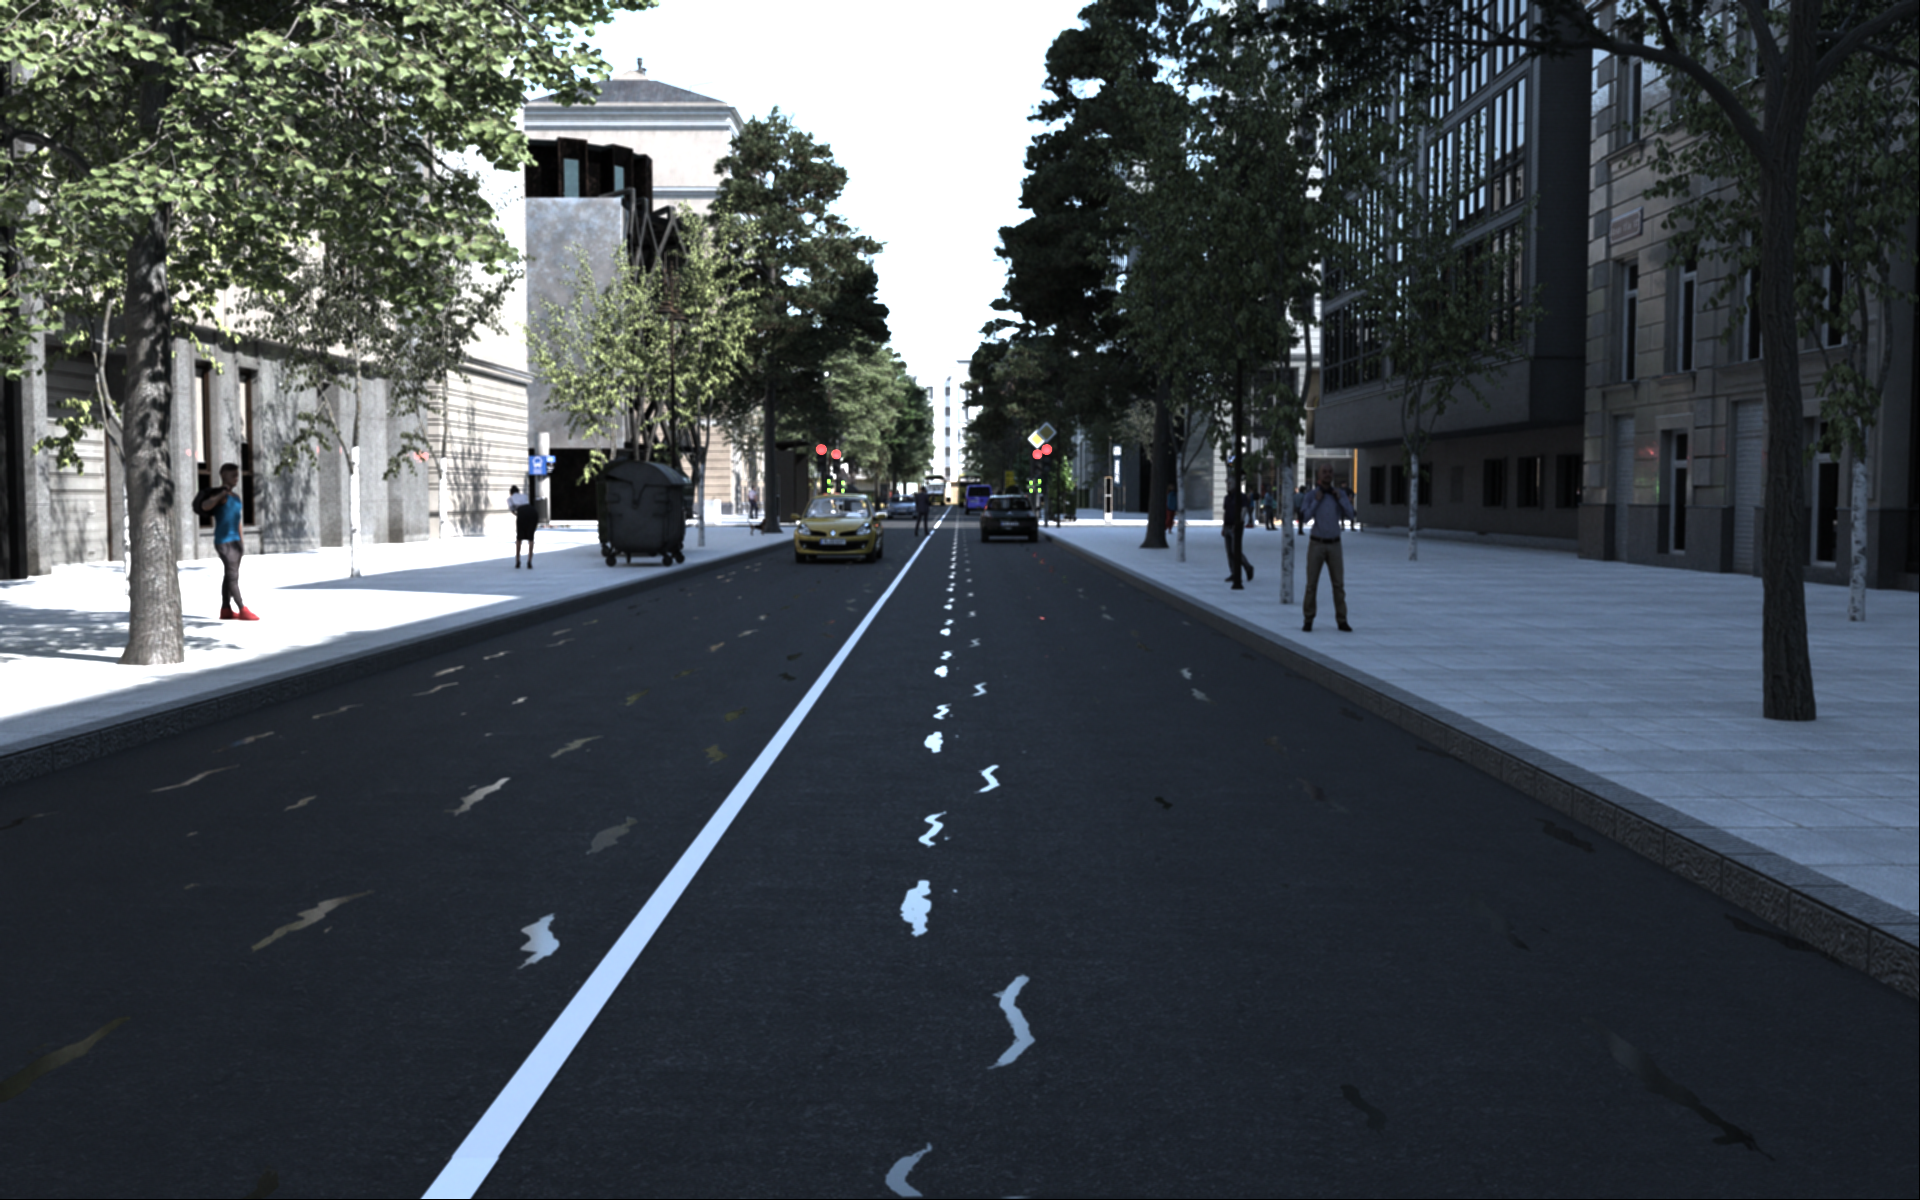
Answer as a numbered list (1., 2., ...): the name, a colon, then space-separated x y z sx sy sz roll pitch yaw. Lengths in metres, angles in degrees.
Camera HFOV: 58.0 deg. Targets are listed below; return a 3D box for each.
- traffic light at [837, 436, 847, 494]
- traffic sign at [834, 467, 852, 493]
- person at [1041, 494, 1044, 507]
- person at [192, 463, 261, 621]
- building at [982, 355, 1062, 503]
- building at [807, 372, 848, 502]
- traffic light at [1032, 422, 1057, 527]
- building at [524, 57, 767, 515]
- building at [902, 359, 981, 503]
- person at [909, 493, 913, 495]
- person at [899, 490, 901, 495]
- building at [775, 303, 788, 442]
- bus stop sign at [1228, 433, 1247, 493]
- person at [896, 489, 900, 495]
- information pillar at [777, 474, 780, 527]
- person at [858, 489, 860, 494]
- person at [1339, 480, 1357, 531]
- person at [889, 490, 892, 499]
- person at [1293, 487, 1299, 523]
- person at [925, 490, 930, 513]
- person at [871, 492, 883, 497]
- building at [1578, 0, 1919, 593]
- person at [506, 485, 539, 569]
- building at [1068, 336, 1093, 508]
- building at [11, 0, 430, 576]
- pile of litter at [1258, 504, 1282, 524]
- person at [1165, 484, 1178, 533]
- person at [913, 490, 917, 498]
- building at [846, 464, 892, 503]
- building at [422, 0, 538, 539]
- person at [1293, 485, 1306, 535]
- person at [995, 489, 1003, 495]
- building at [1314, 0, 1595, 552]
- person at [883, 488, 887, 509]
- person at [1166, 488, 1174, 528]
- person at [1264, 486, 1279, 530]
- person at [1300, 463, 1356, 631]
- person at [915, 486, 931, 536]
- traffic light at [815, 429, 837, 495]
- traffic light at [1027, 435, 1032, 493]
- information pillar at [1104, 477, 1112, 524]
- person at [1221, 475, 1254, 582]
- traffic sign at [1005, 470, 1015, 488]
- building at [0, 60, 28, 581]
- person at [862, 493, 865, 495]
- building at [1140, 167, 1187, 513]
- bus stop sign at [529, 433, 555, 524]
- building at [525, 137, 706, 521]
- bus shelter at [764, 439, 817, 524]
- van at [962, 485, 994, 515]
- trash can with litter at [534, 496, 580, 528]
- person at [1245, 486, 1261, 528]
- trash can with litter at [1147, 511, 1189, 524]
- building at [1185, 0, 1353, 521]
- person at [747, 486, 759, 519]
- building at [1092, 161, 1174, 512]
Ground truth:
1. traffic light: -5.269 -5.209 74.408 0.839 4.213 0.868 0 3 0
2. traffic sign: -5.512 -4.993 81.634 0.884 2.594 0.081 0 4 2
3. person: 8.266 -10.097 174.312 0.628 1.438 0.799 -3 5 -39
4. person: -7.411 -0.590 17.551 0.662 1.594 0.647 0 4 -5
5. building: 19.695 -25.165 255.418 32.646 21.610 27.936 0 3 0
6. building: -19.575 -21.637 210.178 11.380 20.091 16.016 0 3 0
7. traffic light: 3.292 -4.721 66.439 0.839 4.213 0.868 0 3 0
8. building: -20.059 -20.076 114.145 13.634 28.700 20.117 0 3 0
9. building: -2.731 -23.999 248.805 11.380 20.091 16.016 0 3 0
10. person: -5.450 -10.867 186.954 0.697 1.427 0.421 1 4 16
11. person: -6.635 -11.387 192.753 0.750 1.759 0.617 -1 4 -13
12. building: -20.151 -18.556 133.060 12.332 23.373 15.834 0 3 0
13. bus stop sign: 11.965 -5.235 74.611 0.837 3.901 0.837 0 4 6
14. person: -5.451 -8.918 152.774 0.530 1.710 0.541 -2 4 -24
15. information pillar: -6.945 -3.680 64.656 0.304 2.012 0.304 2 4 29
16. person: -9.681 -9.758 166.412 0.721 1.723 1.217 1 4 17
17. person: 13.371 -3.257 59.752 0.683 1.767 0.568 0 4 -7
18. person: -8.791 -13.108 220.303 1.348 1.831 0.705 -1 4 -13
19. person: 14.887 -4.224 76.978 0.662 1.594 0.647 -3 5 -39
20. person: -2.624 -7.594 133.485 0.655 1.722 0.431 -3 5 -44
21. person: -7.584 -9.374 159.240 1.348 1.831 0.705 0 4 7
22. building: 17.930 -13.717 21.531 12.463 27.353 25.104 0 3 0
23. person: -7.590 -1.269 29.983 0.799 1.438 0.628 2 4 24
24. building: 19.952 -18.546 169.690 16.747 18.905 31.486 0 3 0
25. building: -20.336 -13.340 36.131 12.078 24.808 19.932 0 3 0
26. pile of litter: 13.359 -3.712 74.649 1.176 0.858 1.719 2 4 25
27. person: 6.849 -2.965 56.221 0.593 1.614 0.444 -1 4 -12
28. person: -5.652 -13.052 219.994 0.990 1.755 0.434 -1 4 -19
29. building: -25.102 -23.466 250.126 31.486 18.905 16.747 0 3 0
30. building: -24.465 -13.279 53.271 21.152 22.565 11.583 0 3 0
31. person: 10.698 -2.820 54.365 0.429 1.552 0.499 -1 4 -15
32. person: 3.970 -10.295 174.376 1.348 1.822 0.705 1 4 13
33. building: 18.895 -15.445 46.031 14.314 27.812 24.014 0 3 0
34. person: -6.519 -8.622 147.543 0.750 1.759 0.617 3 5 42
35. person: 7.876 -3.507 65.847 0.523 1.526 0.387 -3 4 -36
36. person: 10.942 -3.235 61.144 0.499 1.552 0.429 -3 5 -41
37. person: 3.442 -0.496 16.223 0.516 1.574 0.319 0 4 7
38. person: -1.278 -3.070 59.609 0.541 1.710 0.530 2 4 34
39. traffic light: -5.270 -4.720 66.423 0.839 4.213 0.868 0 3 0
40. traffic light: 3.292 -5.210 74.424 0.839 4.213 0.868 0 3 0
41. information pillar: 6.406 -4.313 75.006 0.304 2.012 0.304 0 4 -4
42. person: 4.086 -1.045 25.332 0.471 1.553 0.569 0 4 3
43. traffic sign: 4.933 -9.376 147.175 2.265 3.308 0.079 1 4 9
44. building: -20.192 -11.487 17.489 12.332 23.373 15.834 0 3 0
45. person: -12.783 -13.294 226.629 0.697 1.427 0.421 1 4 21
46. building: 18.586 -17.225 111.307 12.332 23.373 15.834 0 3 0
47. bus stop sign: -17.940 -5.221 74.387 0.837 3.901 0.837 1 4 12
48. building: -22.018 -13.638 90.435 16.820 18.784 16.811 0 3 0
49. bus shelter: -7.510 -5.253 77.170 1.731 3.624 6.357 0 4 0
50. van: 1.301 -7.144 121.184 2.240 2.365 5.245 0 4 -1
51. trash can with litter: -15.587 -3.350 65.832 2.233 1.210 1.678 0 4 4
52. person: 11.020 -3.522 65.500 0.662 1.594 0.647 3 4 36
53. trash can with litter: 8.998 -3.892 74.698 2.233 1.210 1.678 -1 4 -20
54. building: 26.814 -18.938 87.135 29.804 29.767 11.434 0 3 0
55. person: -10.443 -4.939 87.739 0.436 1.711 0.756 -2 4 -34
56. building: 16.864 -21.840 134.578 11.434 29.767 29.804 0 3 0
